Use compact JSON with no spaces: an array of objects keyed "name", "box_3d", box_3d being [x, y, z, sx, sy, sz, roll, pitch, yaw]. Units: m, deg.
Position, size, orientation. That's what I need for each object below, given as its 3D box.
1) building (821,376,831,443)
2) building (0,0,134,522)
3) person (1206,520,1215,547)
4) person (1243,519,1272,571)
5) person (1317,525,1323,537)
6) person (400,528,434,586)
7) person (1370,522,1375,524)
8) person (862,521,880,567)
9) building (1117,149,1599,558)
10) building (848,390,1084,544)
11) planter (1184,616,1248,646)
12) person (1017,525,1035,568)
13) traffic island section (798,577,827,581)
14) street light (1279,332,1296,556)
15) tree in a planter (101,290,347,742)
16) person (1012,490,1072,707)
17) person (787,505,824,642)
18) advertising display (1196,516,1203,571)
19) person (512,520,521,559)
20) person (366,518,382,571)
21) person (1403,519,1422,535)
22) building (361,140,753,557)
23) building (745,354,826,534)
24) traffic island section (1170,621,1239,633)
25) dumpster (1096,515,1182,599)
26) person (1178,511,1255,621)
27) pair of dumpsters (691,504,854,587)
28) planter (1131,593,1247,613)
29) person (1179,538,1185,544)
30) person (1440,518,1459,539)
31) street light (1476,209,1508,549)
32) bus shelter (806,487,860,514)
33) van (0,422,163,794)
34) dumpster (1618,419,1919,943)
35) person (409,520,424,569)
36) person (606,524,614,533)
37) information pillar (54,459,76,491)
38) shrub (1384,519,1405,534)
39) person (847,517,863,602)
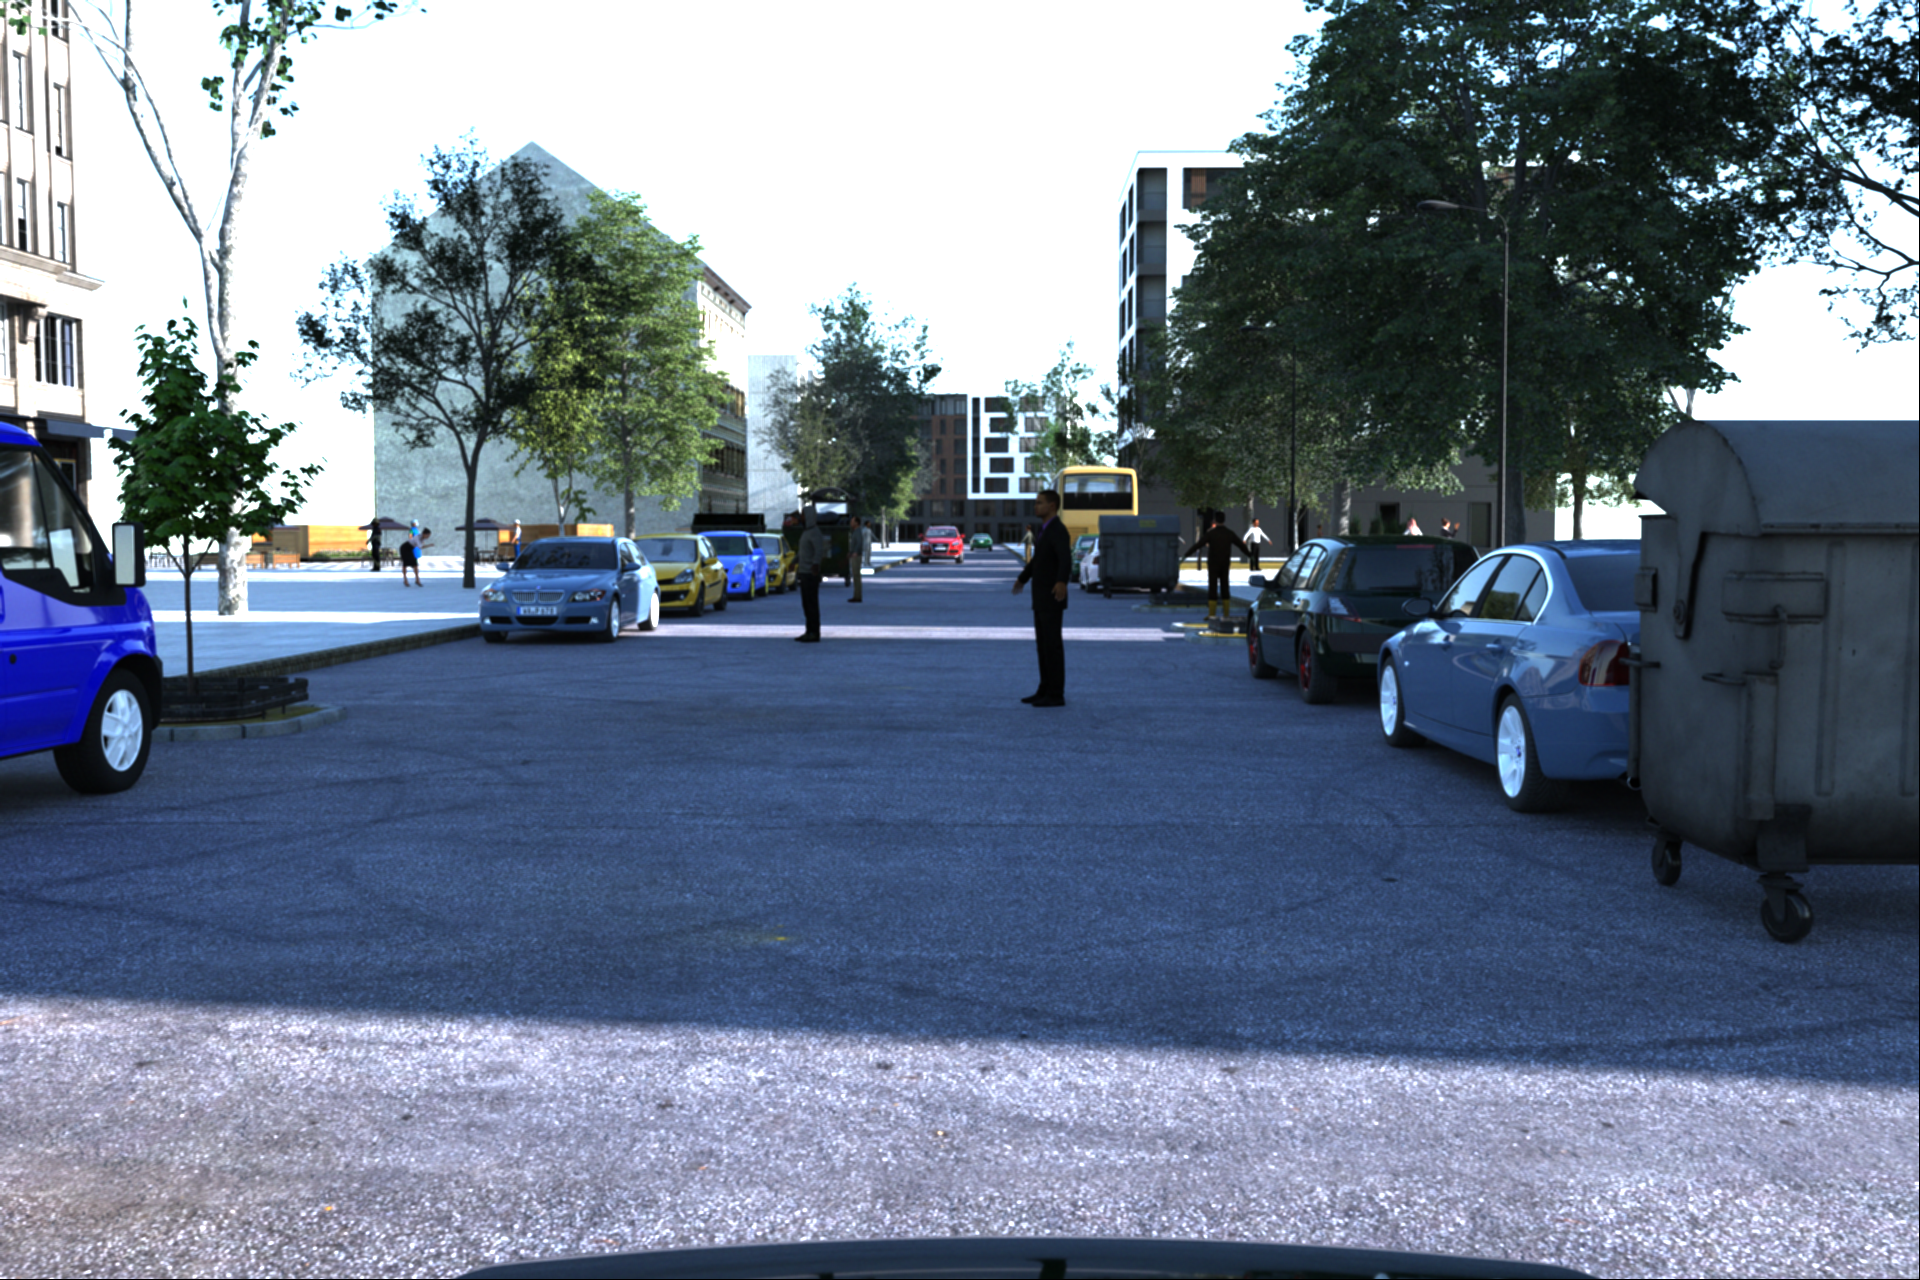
[{"name":"building","box_3d":[-21.470,-21.505,208.018,16.016,20.090,11.380,0,4,1]},{"name":"building","box_3d":[-31.544,-18.348,46.104,12.429,33.558,17.177,0,4,1]},{"name":"person","box_3d":[8.940,-3.273,60.081,0.750,1.759,0.617,-1,4,-8]},{"name":"person","box_3d":[10.247,-3.296,60.043,1.344,1.810,0.704,-2,4,-34]},{"name":"person","box_3d":[17.339,-4.663,83.047,0.721,1.733,1.217,0,4,1]},{"name":"person","box_3d":[-13.305,-2.032,42.447,0.799,1.438,0.628,-1,4,-21]},{"name":"person","box_3d":[17.308,-4.061,72.340,0.705,1.837,1.347,0,4,5]},{"name":"person","box_3d":[-3.629,-3.807,68.433,0.705,1.806,1.347,2,4,30]},{"name":"building","box_3d":[23.669,-16.193,108.732,27.936,21.610,32.646,0,4,1]},{"name":"building","box_3d":[1.309,-25.283,259.807,32.646,21.610,27.936,1,4,10]},{"name":"planter","box_3d":[4.038,-0.124,23.166,1.991,0.319,1.994,0,4,1]},{"name":"person","box_3d":[2.840,-3.912,72.690,0.705,1.796,1.348,2,4,32]},{"name":"traffic island section","box_3d":[-5.134,-1.867,53.389,1.991,0.108,1.994,0,4,1]},{"name":"street light","box_3d":[8.014,-4.054,38.823,1.470,5.913,1.316,0,4,1]},{"name":"tree in a planter","box_3d":[-5.754,-0.956,12.855,1.991,3.239,1.994,0,4,1]},{"name":"person","box_3d":[0.718,-0.357,14.511,0.704,1.802,1.346,-1,4,-14]},{"name":"person","box_3d":[-2.026,-0.885,23.048,0.705,1.813,1.348,-1,4,-20]},{"name":"advertising display","box_3d":[8.411,-3.407,60.912,0.123,1.923,0.974,0,4,1]},{"name":"person","box_3d":[-17.649,-3.856,68.895,0.705,1.847,1.347,0,4,-8]},{"name":"person","box_3d":[-20.248,-3.306,59.914,0.704,1.845,1.351,-2,4,-34]},{"name":"person","box_3d":[15.583,-3.284,59.840,1.347,1.811,0.704,-2,4,-28]},{"name":"building","box_3d":[-23.657,-16.840,106.257,19.493,23.208,18.063,0,4,1]},{"name":"building","box_3d":[-24.051,-19.548,186.061,16.747,18.905,31.486,0,4,1]},{"name":"traffic island section","box_3d":[4.156,-0.173,25.700,1.991,0.108,1.994,0,4,1]},{"name":"dumpster","box_3d":[4.011,-1.879,38.934,1.865,1.857,1.264,0,4,1]},{"name":"person","box_3d":[4.254,-1.219,28.523,1.346,1.812,0.704,-1,4,-12]},{"name":"pair of dumpsters","box_3d":[-5.081,-2.587,47.242,4.436,2.255,1.574,0,4,1]},{"name":"planter","box_3d":[4.227,-0.688,32.390,1.991,0.319,1.994,0,4,1]},{"name":"person","box_3d":[11.400,-5.043,91.717,0.991,1.433,0.599,1,4,9]},{"name":"person","box_3d":[13.739,-2.549,48.517,0.445,1.727,0.742,-3,4,-37]},{"name":"street light","box_3d":[8.148,-3.164,24.273,1.470,5.913,1.316,0,4,1]},{"name":"bus shelter","box_3d":[-5.586,-5.074,76.885,2.014,3.302,5.546,0,3,0]},{"name":"van","box_3d":[-5.594,-0.213,7.862,2.240,2.365,5.245,0,4,0]},{"name":"dumpster","box_3d":[3.593,0.103,6.532,1.865,1.857,1.264,0,4,0]},{"name":"person","box_3d":[-20.160,-3.547,64.126,0.704,1.817,1.347,0,4,1]},{"name":"person","box_3d":[-19.278,-5.448,94.859,0.705,1.856,1.354,1,4,11]},{"name":"information pillar","box_3d":[-8.923,-0.770,17.085,0.304,2.012,0.304,0,4,2]},{"name":"shrub","box_3d":[20.297,-4.667,80.730,1.690,2.028,1.600,0,3,0]},{"name":"person","box_3d":[-2.209,-1.698,36.490,0.705,1.796,1.348,-1,4,-9]}]
